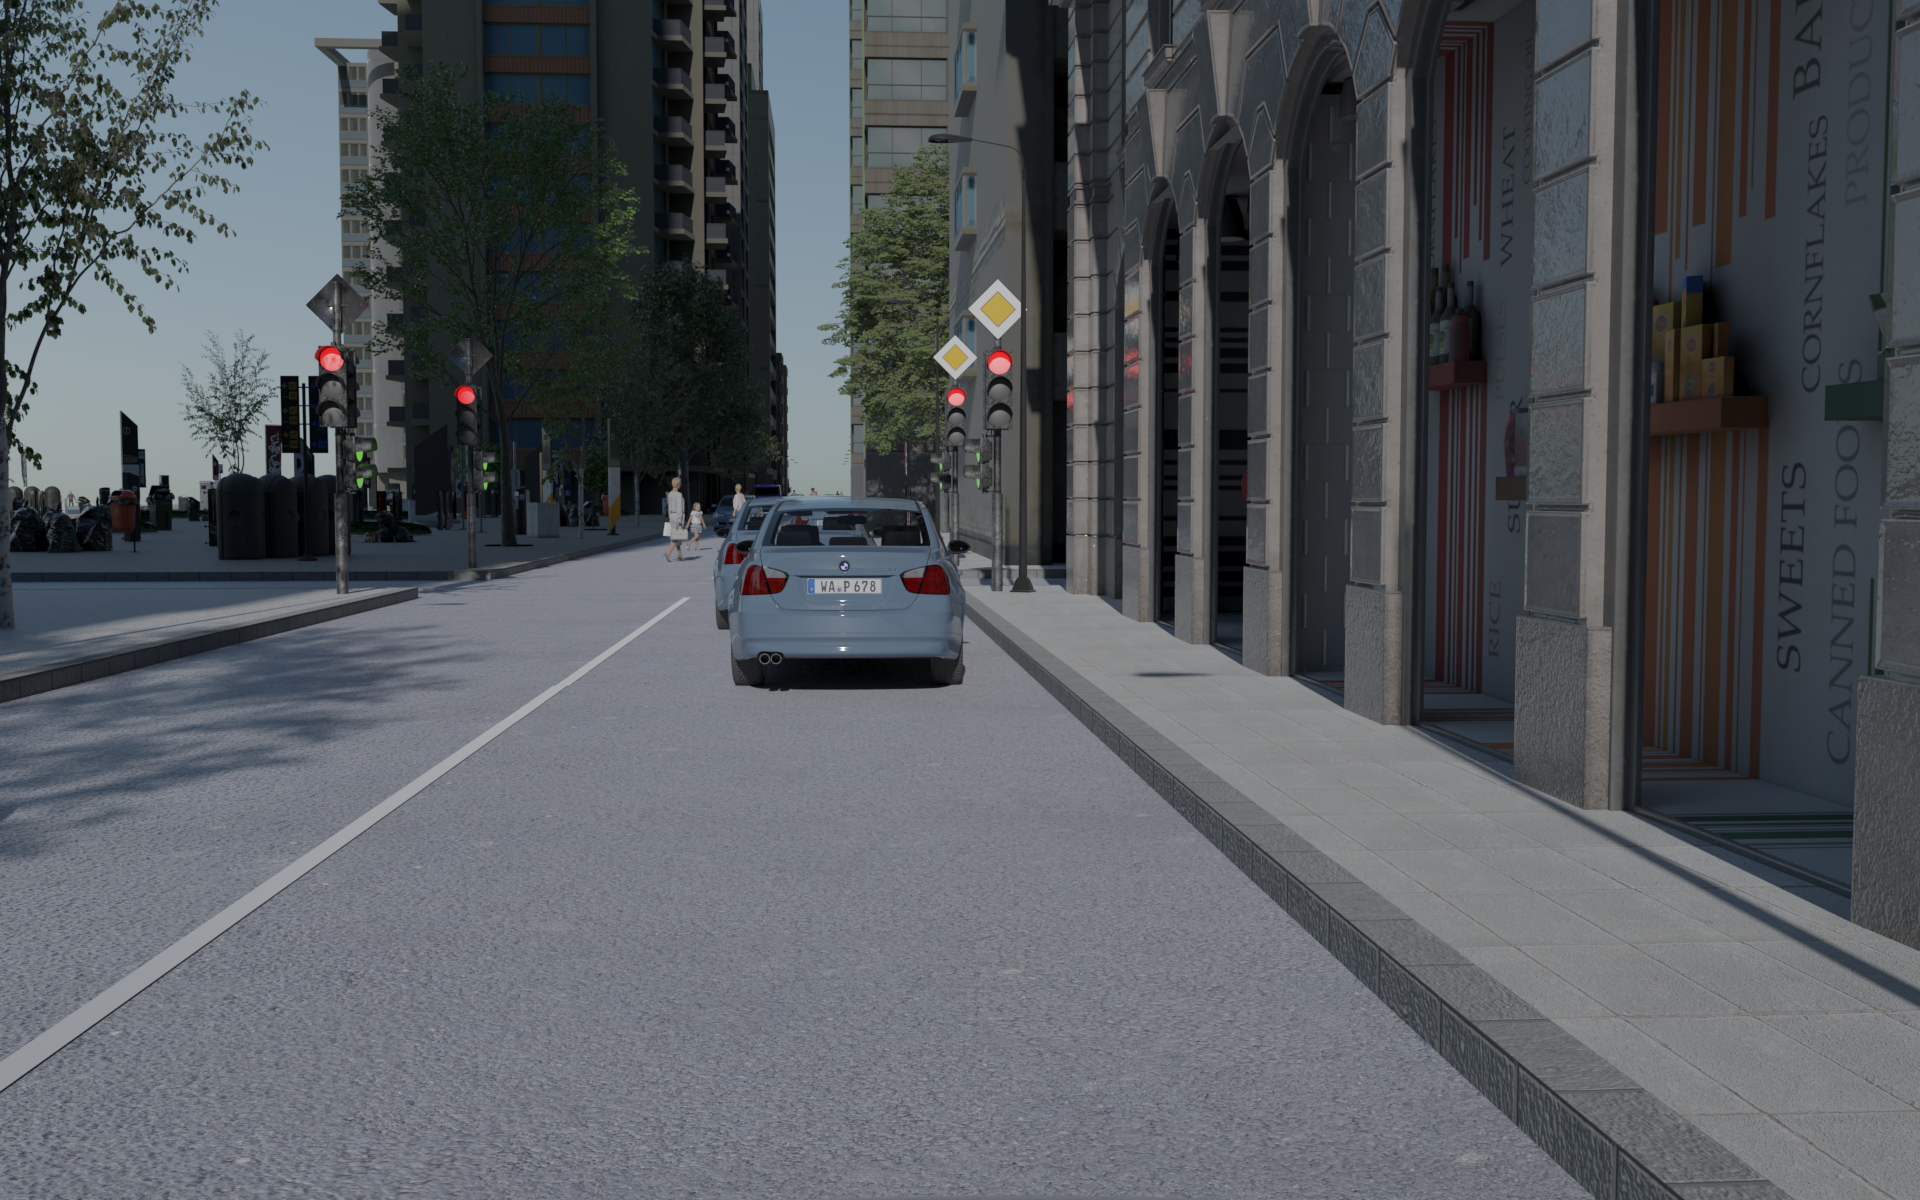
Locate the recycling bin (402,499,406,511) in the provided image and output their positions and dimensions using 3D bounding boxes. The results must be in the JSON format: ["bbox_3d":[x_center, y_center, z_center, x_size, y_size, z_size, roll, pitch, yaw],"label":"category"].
[{"bbox_3d":[-30.847,-5.099,95.927,0.722,1.027,0.722,-1,4,-8],"label":"recycling bin"}]

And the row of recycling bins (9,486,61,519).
[{"bbox_3d":[-48.330,-5.038,89.483,3.534,1.692,1.069,-1,4,-8],"label":"row of recycling bins"}]

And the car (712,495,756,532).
[{"bbox_3d":[-8.615,-3.394,67.493,2.014,1.417,4.499,0,4,-4],"label":"car"}]

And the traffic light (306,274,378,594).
[{"bbox_3d":[-7.916,-2.032,22.136,0.839,4.253,0.868,0,4,-4],"label":"traffic light"}]

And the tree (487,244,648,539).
[{"bbox_3d":[-11.143,-6.073,49.648,4.737,8.622,4.395,0,3,0],"label":"tree"}]

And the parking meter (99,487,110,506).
[{"bbox_3d":[-31.559,-3.396,63.934,0.372,1.533,0.369,0,3,0],"label":"parking meter"}]

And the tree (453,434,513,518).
[{"bbox_3d":[-25.831,-6.729,93.730,4.285,4.588,4.351,0,3,0],"label":"tree"}]

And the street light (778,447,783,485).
[{"bbox_3d":[-18.505,-12.118,170.662,1.470,5.913,1.316,0,4,-4],"label":"street light"}]

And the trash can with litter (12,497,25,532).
[{"bbox_3d":[-23.373,-1.981,43.450,1.678,1.210,2.233,-1,4,-11],"label":"trash can with litter"}]

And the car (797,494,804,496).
[{"bbox_3d":[-16.360,-10.075,174.952,2.015,1.641,3.980,0,4,-4],"label":"car"}]

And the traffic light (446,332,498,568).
[{"bbox_3d":[-8.492,-2.519,30.101,0.839,4.253,0.868,0,4,-4],"label":"traffic light"}]

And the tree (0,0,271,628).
[{"bbox_3d":[-8.995,-4.046,16.520,4.360,8.622,3.978,0,3,0],"label":"tree"}]

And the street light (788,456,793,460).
[{"bbox_3d":[-21.451,-14.567,210.717,1.470,5.913,1.316,0,4,-4],"label":"street light"}]

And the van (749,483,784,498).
[{"bbox_3d":[-12.435,-6.563,111.693,2.240,2.365,5.245,0,4,-5],"label":"van"}]

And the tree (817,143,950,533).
[{"bbox_3d":[-0.947,-8.481,56.785,7.486,12.596,7.792,0,3,0],"label":"tree"}]

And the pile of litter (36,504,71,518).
[{"bbox_3d":[-41.573,-3.944,78.450,1.719,0.858,1.176,0,4,1],"label":"pile of litter"}]

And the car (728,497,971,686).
[{"bbox_3d":[-0.892,-0.139,14.270,2.014,1.417,4.499,0,4,-2],"label":"car"}]

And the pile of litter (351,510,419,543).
[{"bbox_3d":[-15.337,-1.965,46.098,1.719,0.858,1.176,-1,4,-10],"label":"pile of litter"}]

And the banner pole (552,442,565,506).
[{"bbox_3d":[-19.137,-5.663,82.615,0.863,3.779,0.401,0,4,7],"label":"banner pole"}]

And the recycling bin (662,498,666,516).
[{"bbox_3d":[-17.207,-5.528,102.942,0.722,1.027,0.722,1,4,19],"label":"recycling bin"}]

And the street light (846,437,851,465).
[{"bbox_3d":[-8.172,-10.191,139.161,1.470,5.913,1.316,0,4,-4],"label":"street light"}]

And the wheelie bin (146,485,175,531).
[{"bbox_3d":[-28.154,-3.253,61.091,0.693,1.594,0.980,3,5,41],"label":"wheelie bin"}]

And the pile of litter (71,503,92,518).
[{"bbox_3d":[-43.933,-4.448,86.694,1.176,0.858,1.719,-2,4,-32],"label":"pile of litter"}]

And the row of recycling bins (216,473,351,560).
[{"bbox_3d":[-13.661,-1.721,35.258,1.069,1.692,3.534,1,4,17],"label":"row of recycling bins"}]

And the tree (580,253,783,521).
[{"bbox_3d":[-13.258,-10.125,82.557,9.611,12.733,9.660,0,3,0],"label":"tree"}]

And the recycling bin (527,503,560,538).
[{"bbox_3d":[-12.318,-2.362,51.180,0.722,1.027,0.722,-3,5,-42],"label":"recycling bin"}]

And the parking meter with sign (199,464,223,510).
[{"bbox_3d":[-43.773,-6.385,100.658,1.738,3.016,0.543,0,4,6],"label":"parking meter with sign"}]

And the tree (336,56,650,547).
[{"bbox_3d":[-11.221,-7.123,42.209,9.928,11.665,9.643,0,3,0],"label":"tree"}]

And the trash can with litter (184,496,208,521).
[{"bbox_3d":[-35.907,-4.291,81.551,0.624,1.170,1.055,2,4,33],"label":"trash can with litter"}]

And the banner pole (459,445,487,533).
[{"bbox_3d":[-16.161,-4.141,57.715,0.863,3.779,0.401,2,4,28],"label":"banner pole"}]

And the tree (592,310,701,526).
[{"bbox_3d":[-12.751,-7.256,68.997,4.360,8.622,3.978,0,3,0],"label":"tree"}]

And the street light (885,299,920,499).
[{"bbox_3d":[-1.078,-4.215,41.459,1.470,5.913,1.316,0,4,-4],"label":"street light"}]

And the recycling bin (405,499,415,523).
[{"bbox_3d":[-21.630,-3.468,69.258,0.722,1.027,0.722,0,4,-8],"label":"recycling bin"}]

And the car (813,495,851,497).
[{"bbox_3d":[-3.132,-1.778,41.068,2.014,1.417,4.499,0,4,-3],"label":"car"}]

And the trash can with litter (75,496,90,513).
[{"bbox_3d":[-47.102,-5.017,93.420,0.624,1.170,1.055,1,4,16],"label":"trash can with litter"}]

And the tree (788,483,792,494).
[{"bbox_3d":[-26.364,-16.444,263.459,1.663,3.219,1.824,0,3,0],"label":"tree"}]

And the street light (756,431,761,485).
[{"bbox_3d":[-15.415,-9.526,128.294,1.470,5.913,1.316,0,4,-4],"label":"street light"}]

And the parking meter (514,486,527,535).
[{"bbox_3d":[-13.874,-2.827,54.626,0.372,1.533,0.369,0,3,0],"label":"parking meter"}]

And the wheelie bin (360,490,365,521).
[{"bbox_3d":[-27.466,-4.332,78.732,0.693,1.594,0.980,-3,5,-44],"label":"wheelie bin"}]

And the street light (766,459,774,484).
[{"bbox_3d":[-17.007,-10.822,149.475,1.470,5.913,1.316,0,4,-4],"label":"street light"}]

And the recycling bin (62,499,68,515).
[{"bbox_3d":[-50.488,-5.171,97.098,0.722,1.027,0.722,-1,4,-18],"label":"recycling bin"}]

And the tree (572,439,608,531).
[{"bbox_3d":[-12.905,-4.085,61.399,1.663,3.219,1.824,0,3,0],"label":"tree"}]

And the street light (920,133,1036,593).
[{"bbox_3d":[0.284,-3.055,22.484,1.470,5.913,1.316,0,4,-4],"label":"street light"}]

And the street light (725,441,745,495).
[{"bbox_3d":[-13.947,-8.230,107.105,1.470,5.913,1.316,0,4,-4],"label":"street light"}]

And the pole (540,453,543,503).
[{"bbox_3d":[-20.520,-5.580,85.083,0.158,3.312,0.155,0,3,0],"label":"pole"}]

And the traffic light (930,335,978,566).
[{"bbox_3d":[-0.103,-2.557,30.721,0.839,4.253,0.868,0,4,-4],"label":"traffic light"}]

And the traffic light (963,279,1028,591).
[{"bbox_3d":[0.473,-2.069,22.757,0.839,4.253,0.868,0,4,-4],"label":"traffic light"}]

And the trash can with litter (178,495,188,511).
[{"bbox_3d":[-43.536,-5.214,96.307,2.233,1.210,1.678,0,3,0],"label":"trash can with litter"}]

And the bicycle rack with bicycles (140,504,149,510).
[{"bbox_3d":[-43.795,-4.893,93.378,2.925,0.926,2.852,1,4,9],"label":"bicycle rack with bicycles"}]

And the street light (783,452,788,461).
[{"bbox_3d":[-19.841,-13.270,189.505,1.470,5.913,1.316,0,4,-4],"label":"street light"}]

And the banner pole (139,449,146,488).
[{"bbox_3d":[-39.799,-5.752,84.068,0.401,3.779,0.863,1,4,18],"label":"banner pole"}]

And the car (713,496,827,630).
[{"bbox_3d":[-1.799,-0.467,19.642,2.014,1.417,4.499,0,4,-4],"label":"car"}]
